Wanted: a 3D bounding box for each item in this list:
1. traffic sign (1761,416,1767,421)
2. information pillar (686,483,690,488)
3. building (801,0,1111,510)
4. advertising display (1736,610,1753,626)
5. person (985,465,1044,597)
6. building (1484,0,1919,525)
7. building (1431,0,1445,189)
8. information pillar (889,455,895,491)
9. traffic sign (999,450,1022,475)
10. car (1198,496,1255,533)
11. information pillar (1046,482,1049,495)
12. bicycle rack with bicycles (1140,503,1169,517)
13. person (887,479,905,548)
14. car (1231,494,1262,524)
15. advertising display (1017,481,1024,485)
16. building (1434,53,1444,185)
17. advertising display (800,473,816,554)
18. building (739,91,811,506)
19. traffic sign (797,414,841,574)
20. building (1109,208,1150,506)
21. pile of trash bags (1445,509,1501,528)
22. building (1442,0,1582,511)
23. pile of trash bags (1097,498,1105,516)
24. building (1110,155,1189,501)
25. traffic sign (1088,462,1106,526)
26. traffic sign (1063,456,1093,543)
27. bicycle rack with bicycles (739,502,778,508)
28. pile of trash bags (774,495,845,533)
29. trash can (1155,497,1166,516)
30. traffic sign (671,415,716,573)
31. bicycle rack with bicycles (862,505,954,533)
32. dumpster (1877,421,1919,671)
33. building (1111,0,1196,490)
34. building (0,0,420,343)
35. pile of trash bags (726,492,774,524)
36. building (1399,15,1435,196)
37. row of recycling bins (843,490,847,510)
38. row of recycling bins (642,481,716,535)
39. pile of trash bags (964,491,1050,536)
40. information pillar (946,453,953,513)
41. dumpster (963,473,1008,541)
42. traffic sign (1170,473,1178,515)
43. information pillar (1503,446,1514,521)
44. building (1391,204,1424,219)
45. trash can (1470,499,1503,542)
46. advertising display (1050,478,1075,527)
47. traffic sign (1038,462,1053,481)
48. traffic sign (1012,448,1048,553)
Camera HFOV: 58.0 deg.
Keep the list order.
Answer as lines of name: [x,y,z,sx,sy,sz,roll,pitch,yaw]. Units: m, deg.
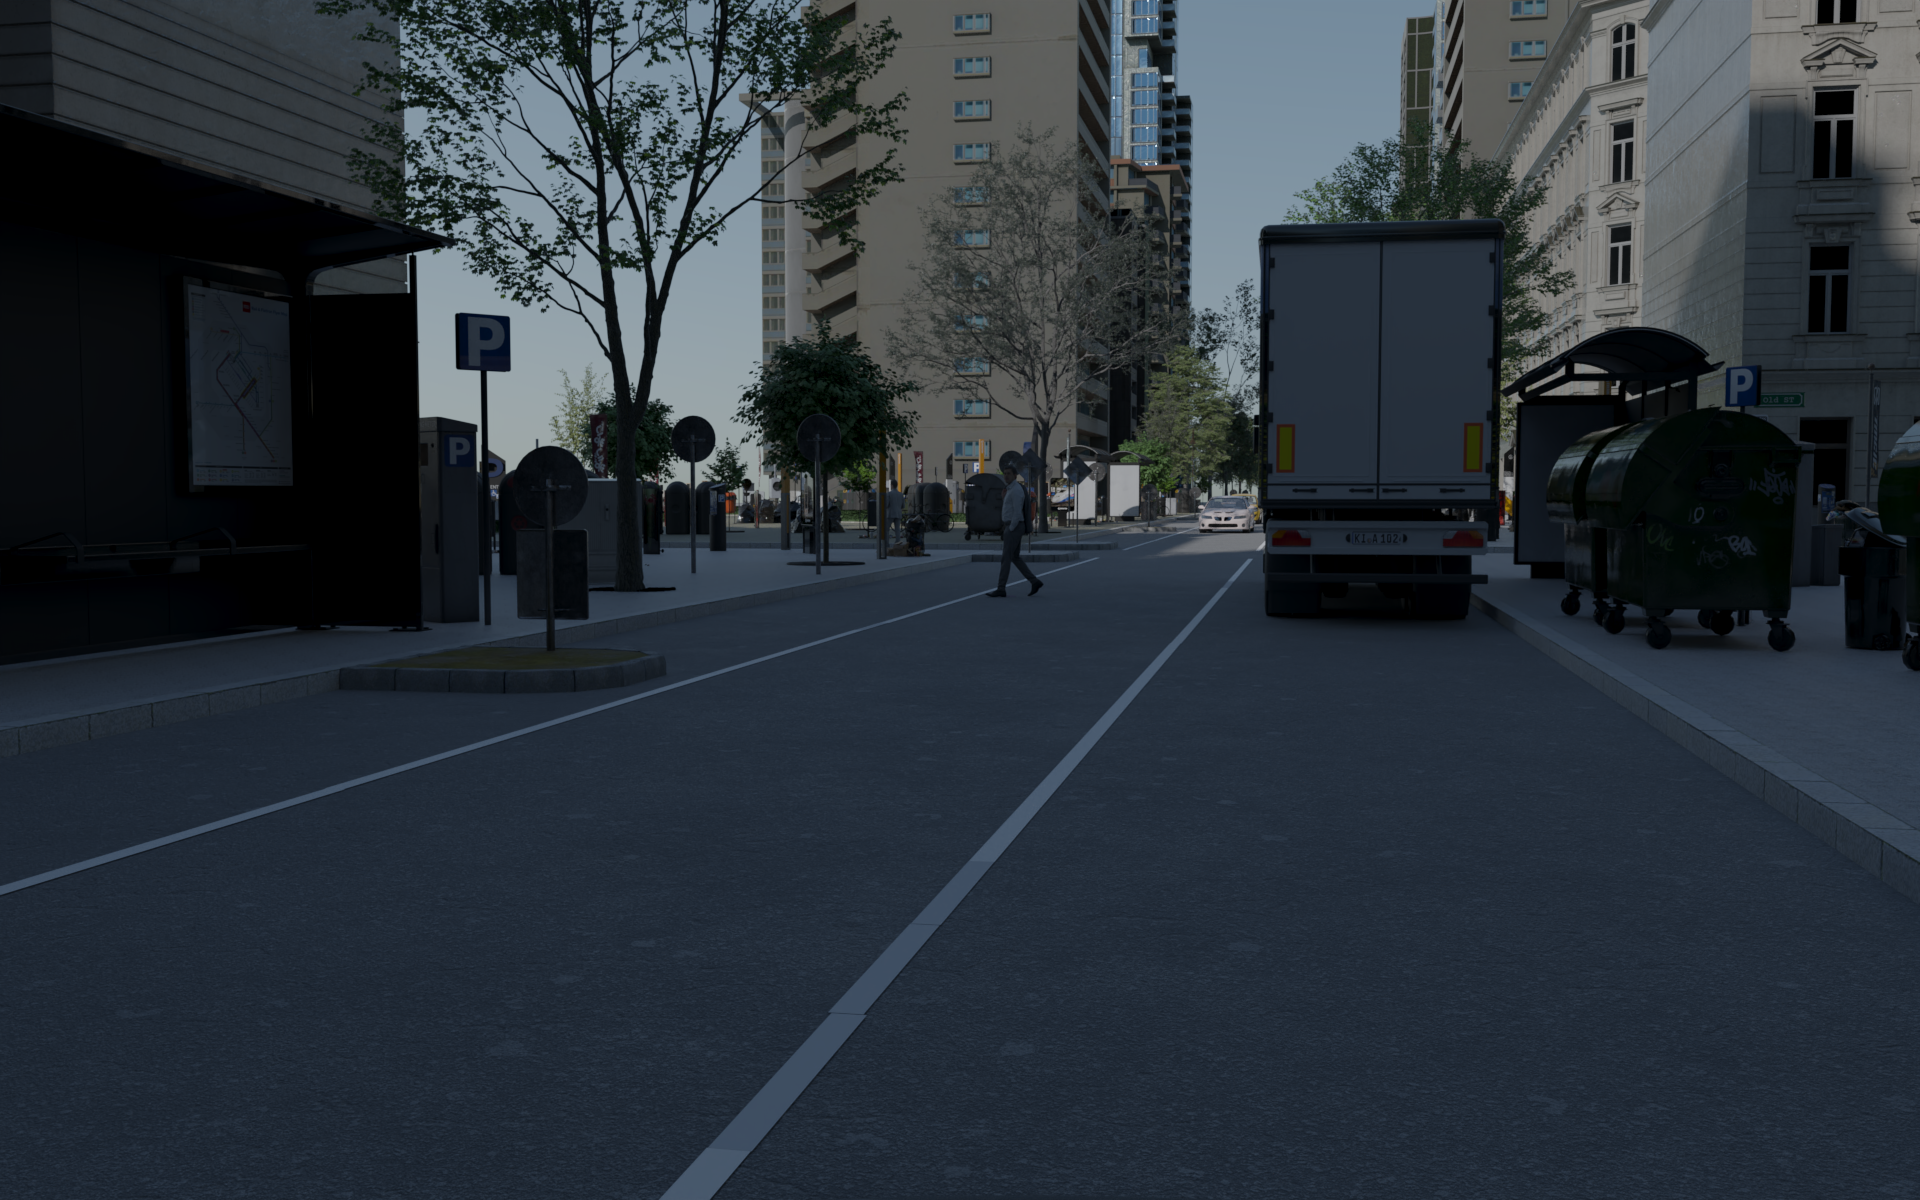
traffic sign: [10.117,-1.244,22.462,0.606,2.300,0.079,1,4,14]
information pillar: [-18.476,-6.953,118.179,0.304,2.012,0.304,1,4,13]
building: [-0.175,-31.211,134.000,21.300,48.544,21.600,1,4,11]
advertising display: [7.800,-0.730,17.157,0.123,1.923,0.974,2,4,29]
person: [0.752,-0.951,24.156,0.850,1.850,0.679,-1,4,-9]
building: [38.810,-19.330,92.463,17.030,29.872,44.131,1,4,11]
building: [68.345,-55.369,217.947,22.319,86.520,31.000,1,4,11]
information pillar: [-3.968,-6.719,101.211,0.183,3.616,0.504,2,4,35]
traffic sign: [1.499,-3.087,50.585,0.768,2.556,0.104,1,4,12]
car: [10.019,-3.211,64.857,2.083,1.381,4.827,1,4,13]
information pillar: [5.227,-6.167,105.319,0.304,2.012,0.304,-1,4,-10]
bicycle rack with bicycles: [10.219,-5.089,96.587,2.925,0.926,2.852,1,4,11]
person: [-1.713,-2.125,43.444,0.606,1.804,0.583,-3,5,-40]
car: [13.587,-4.456,83.072,2.015,1.641,3.980,1,4,12]
advertising display: [3.243,-4.905,85.406,0.974,1.923,0.123,1,4,23]
building: [56.975,-33.330,164.555,23.786,49.044,30.456,1,4,11]
advertising display: [-3.240,-1.959,37.248,0.123,1.923,0.974,-1,4,-21]
building: [-1.132,-28.500,157.862,32.217,40.220,23.993,1,4,11]
traffic sign: [-2.263,-1.681,27.595,0.768,2.556,0.104,1,4,20]
building: [11.466,-24.669,175.032,14.160,30.474,14.107,1,4,11]
pile of trash bags: [19.888,-3.378,64.976,3.447,1.369,1.912,1,4,21]
building: [50.508,-31.539,139.368,21.300,48.544,21.600,1,4,11]
pile of trash bags: [6.829,-5.701,102.970,3.447,1.369,1.912,-1,4,-11]
building: [18.179,-34.986,226.646,22.147,44.769,28.867,1,4,11]
traffic sign: [5.482,-4.265,69.833,0.768,2.556,0.104,1,4,18]
traffic sign: [3.091,-2.564,45.564,0.795,2.450,0.064,1,4,11]
bicycle rack with bicycles: [-10.932,-5.032,95.647,2.852,0.926,2.925,1,4,10]
pile of trash bags: [-5.042,-2.989,58.621,1.912,1.369,3.447,-1,4,-13]
trash can: [11.587,-5.403,99.986,0.748,1.137,0.748,0,3,0]
traffic sign: [-4.326,-1.709,28.049,0.768,2.556,0.104,1,4,12]
bicycle rack with bicycles: [-1.487,-2.752,58.380,2.925,0.926,2.852,2,4,26]
dumpster: [7.279,-0.560,11.645,1.502,2.255,1.985,1,4,11]
building: [24.112,-57.614,254.665,22.319,86.520,31.000,1,4,11]
building: [-19.832,-11.003,29.053,18.267,20.994,9.793,1,4,11]
pile of trash bags: [-9.014,-4.030,75.638,1.912,1.369,3.447,3,4,37]
building: [74.097,-50.173,258.578,20.563,71.187,20.611,1,4,11]
row of recycling bins: [-6.747,-6.328,110.575,1.069,1.692,3.534,-1,4,-15]
row of recycling bins: [-9.379,-2.937,55.130,3.534,1.692,1.069,0,4,2]
pile of trash bags: [1.524,-2.690,53.734,1.912,1.369,3.447,-2,4,-24]
information pillar: [-0.592,-6.525,98.034,0.183,3.616,0.504,3,5,42]
dumpster: [0.830,-2.595,48.189,1.264,1.857,1.865,1,4,11]
traffic sign: [12.535,-6.312,103.204,0.884,2.594,0.081,1,4,19]
information pillar: [26.435,-5.630,83.411,0.504,3.616,0.183,1,4,17]
building: [67.291,-34.213,242.978,14.154,41.232,14.086,1,4,11]
trash can: [14.323,-2.161,46.992,0.748,1.137,0.748,0,3,0]
advertising display: [4.035,-3.853,68.207,0.974,1.923,0.123,0,4,2]
traffic sign: [3.261,-4.146,67.892,0.768,2.556,0.104,1,4,21]
traffic sign: [1.518,-2.085,37.735,0.795,2.450,0.064,1,4,11]
